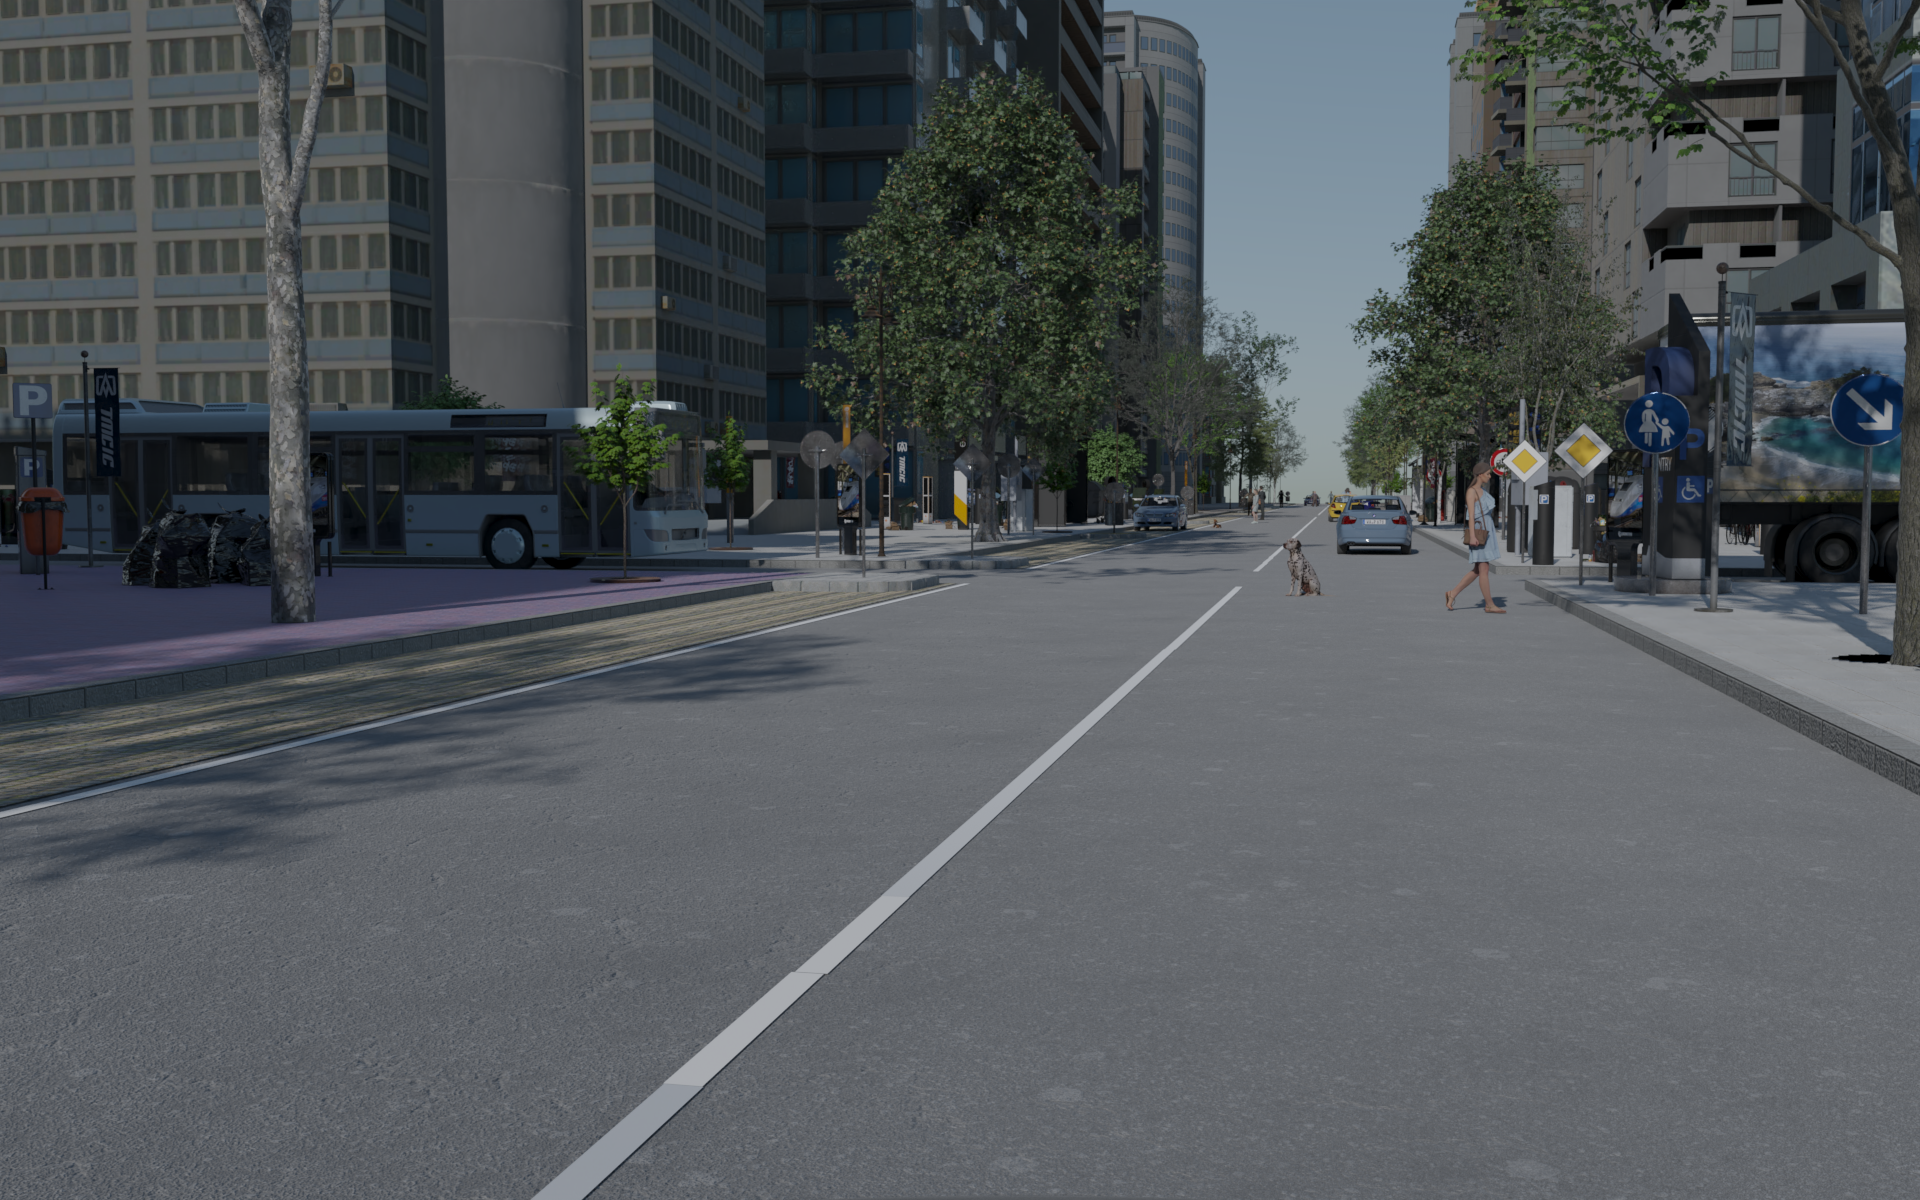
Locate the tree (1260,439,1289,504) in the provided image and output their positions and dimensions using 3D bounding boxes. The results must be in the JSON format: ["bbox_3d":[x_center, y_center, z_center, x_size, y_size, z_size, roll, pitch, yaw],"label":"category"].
[{"bbox_3d":[44.515,-18.027,245.109,4.360,8.622,3.978,0,3,0],"label":"tree"}]

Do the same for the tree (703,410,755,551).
[{"bbox_3d":[-5.221,-2.768,39.853,1.663,3.219,1.824,0,3,0],"label":"tree"}]

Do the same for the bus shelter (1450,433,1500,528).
[{"bbox_3d":[20.375,-4.740,68.775,1.731,3.624,6.357,1,4,13],"label":"bus shelter"}]

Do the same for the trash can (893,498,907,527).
[{"bbox_3d":[-2.220,-3.348,66.386,0.748,1.137,0.748,0,3,0],"label":"trash can"}]

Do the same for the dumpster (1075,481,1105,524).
[{"bbox_3d":[5.630,-4.279,75.712,1.264,1.857,1.865,1,4,12],"label":"dumpster"}]

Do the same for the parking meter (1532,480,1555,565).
[{"bbox_3d":[10.555,-1.401,31.314,0.372,1.533,0.369,0,3,0],"label":"parking meter"}]

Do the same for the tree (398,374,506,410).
[{"bbox_3d":[-13.883,-3.893,47.364,4.285,4.588,4.351,0,3,0],"label":"tree"}]

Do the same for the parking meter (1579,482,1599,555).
[{"bbox_3d":[13.389,-1.741,36.882,0.372,1.533,0.369,0,3,0],"label":"parking meter"}]

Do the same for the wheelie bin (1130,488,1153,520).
[{"bbox_3d":[8.803,-4.716,85.007,0.980,1.594,0.693,1,4,20],"label":"wheelie bin"}]

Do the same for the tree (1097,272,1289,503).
[{"bbox_3d":[11.892,-11.376,96.368,12.009,13.543,11.850,0,3,0],"label":"tree"}]

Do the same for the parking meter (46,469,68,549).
[{"bbox_3d":[-20.900,-2.105,40.129,0.399,1.863,0.255,-1,4,-15],"label":"parking meter"}]

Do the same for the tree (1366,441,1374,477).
[{"bbox_3d":[36.754,-12.036,147.158,4.737,8.622,4.395,0,3,0],"label":"tree"}]

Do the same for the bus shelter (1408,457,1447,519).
[{"bbox_3d":[24.693,-5.950,91.211,2.014,3.302,5.546,1,4,12],"label":"bus shelter"}]

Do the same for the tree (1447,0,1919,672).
[{"bbox_3d":[7.193,-5.326,12.842,9.928,11.665,9.643,0,3,0],"label":"tree"}]

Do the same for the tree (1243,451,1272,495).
[{"bbox_3d":[36.126,-15.988,211.769,4.737,8.622,4.395,0,3,0],"label":"tree"}]

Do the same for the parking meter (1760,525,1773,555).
[{"bbox_3d":[17.089,-1.719,36.515,0.372,1.533,0.369,0,3,0],"label":"parking meter"}]

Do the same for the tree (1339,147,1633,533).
[{"bbox_3d":[17.533,-8.587,57.413,9.611,12.733,9.660,0,3,0],"label":"tree"}]

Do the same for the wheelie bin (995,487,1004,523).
[{"bbox_3d":[1.492,-4.097,74.895,0.693,1.594,0.980,-2,4,-29],"label":"wheelie bin"}]

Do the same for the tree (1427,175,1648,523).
[{"bbox_3d":[14.009,-5.550,41.105,4.360,8.622,3.978,0,3,0],"label":"tree"}]

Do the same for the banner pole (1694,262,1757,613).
[{"bbox_3d":[8.428,-1.769,18.936,0.863,3.779,0.401,-2,4,-33],"label":"banner pole"}]

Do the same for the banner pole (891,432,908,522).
[{"bbox_3d":[-2.470,-4.858,69.446,0.863,3.779,0.401,0,4,-4],"label":"banner pole"}]

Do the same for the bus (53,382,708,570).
[{"bbox_3d":[-10.614,-2.326,32.897,13.247,3.499,2.948,1,4,13],"label":"bus"}]

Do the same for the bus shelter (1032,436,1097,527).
[{"bbox_3d":[4.262,-4.828,70.224,1.731,3.624,6.357,1,4,12],"label":"bus shelter"}]

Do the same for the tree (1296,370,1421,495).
[{"bbox_3d":[41.955,-15.917,170.609,12.009,13.543,11.850,0,3,0],"label":"tree"}]

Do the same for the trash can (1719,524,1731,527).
[{"bbox_3d":[29.613,-3.379,66.903,0.748,1.137,0.748,0,3,0],"label":"trash can"}]

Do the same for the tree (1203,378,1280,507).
[{"bbox_3d":[27.723,-15.320,168.607,7.486,12.596,7.792,0,3,0],"label":"tree"}]

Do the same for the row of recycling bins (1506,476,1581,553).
[{"bbox_3d":[13.183,-1.962,39.198,1.069,1.692,3.534,2,4,34],"label":"row of recycling bins"}]

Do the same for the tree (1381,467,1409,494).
[{"bbox_3d":[31.461,-7.966,124.843,1.663,3.219,1.824,0,3,0],"label":"tree"}]

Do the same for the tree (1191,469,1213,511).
[{"bbox_3d":[18.625,-8.490,133.414,1.663,3.219,1.824,0,3,0],"label":"tree"}]

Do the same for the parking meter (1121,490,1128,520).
[{"bbox_3d":[8.226,-4.778,86.525,0.372,1.533,0.369,0,3,0],"label":"parking meter"}]

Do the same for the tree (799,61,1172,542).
[{"bbox_3d":[0.774,-7.902,46.213,9.611,12.733,9.660,0,3,0],"label":"tree"}]

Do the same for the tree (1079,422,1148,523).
[{"bbox_3d":[6.833,-5.796,78.481,4.285,4.588,4.351,0,3,0],"label":"tree"}]

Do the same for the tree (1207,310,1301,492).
[{"bbox_3d":[29.509,-19.921,181.601,12.611,20.169,13.585,0,3,0],"label":"tree"}]

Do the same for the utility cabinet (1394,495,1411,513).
[{"bbox_3d":[26.510,-5.662,103.734,1.020,1.237,0.306,-2,4,-23],"label":"utility cabinet"}]

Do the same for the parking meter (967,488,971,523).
[{"bbox_3d":[0.488,-4.147,76.216,0.372,1.533,0.369,0,3,0],"label":"parking meter"}]

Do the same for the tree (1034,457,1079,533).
[{"bbox_3d":[3.097,-3.842,57.418,1.663,3.219,1.824,0,3,0],"label":"tree"}]

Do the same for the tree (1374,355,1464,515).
[{"bbox_3d":[23.010,-8.252,85.280,4.737,8.622,4.395,0,3,0],"label":"tree"}]

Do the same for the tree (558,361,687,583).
[{"bbox_3d":[-4.962,-1.885,25.417,1.663,3.219,1.824,0,3,0],"label":"tree"}]

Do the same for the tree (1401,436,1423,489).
[{"bbox_3d":[21.077,-7.691,76.106,4.360,8.622,3.978,0,3,0],"label":"tree"}]

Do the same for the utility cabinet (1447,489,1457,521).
[{"bbox_3d":[24.445,-4.647,84.658,0.318,1.500,1.173,-1,4,-21],"label":"utility cabinet"}]

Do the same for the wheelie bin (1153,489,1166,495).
[{"bbox_3d":[12.384,-6.099,107.619,0.980,1.594,0.693,2,4,29],"label":"wheelie bin"}]

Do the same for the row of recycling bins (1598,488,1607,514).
[{"bbox_3d":[28.115,-4.343,78.124,3.534,1.692,1.069,2,4,32],"label":"row of recycling bins"}]

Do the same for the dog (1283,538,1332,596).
[{"bbox_3d":[4.941,-0.458,24.319,0.800,0.831,0.513,1,4,11],"label":"dog"}]

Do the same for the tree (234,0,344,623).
[{"bbox_3d":[-7.891,-9.787,15.908,12.611,20.169,13.585,0,3,0],"label":"tree"}]

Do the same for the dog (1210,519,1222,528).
[{"bbox_3d":[10.766,-3.230,73.000,0.550,0.427,0.748,1,4,19],"label":"dog"}]

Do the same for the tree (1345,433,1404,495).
[{"bbox_3d":[52.030,-18.181,215.379,7.486,12.596,7.792,0,3,0],"label":"tree"}]

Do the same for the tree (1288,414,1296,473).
[{"bbox_3d":[46.319,-21.036,254.306,12.009,13.543,11.850,0,3,0],"label":"tree"}]

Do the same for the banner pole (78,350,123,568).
[{"bbox_3d":[-15.022,-2.461,30.249,0.863,3.779,0.401,0,4,8],"label":"banner pole"}]

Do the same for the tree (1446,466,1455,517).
[{"bbox_3d":[26.805,-6.251,96.807,1.663,3.219,1.824,0,3,0],"label":"tree"}]

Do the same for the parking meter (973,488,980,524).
[{"bbox_3d":[0.828,-3.984,73.554,0.372,1.533,0.369,0,3,0],"label":"parking meter"}]

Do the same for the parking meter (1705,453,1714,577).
[{"bbox_3d":[10.490,-1.152,24.552,0.399,1.863,0.255,-3,4,-39],"label":"parking meter"}]

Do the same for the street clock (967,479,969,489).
[{"bbox_3d":[0.291,-4.696,81.349,0.358,2.002,0.471,0,4,3],"label":"street clock"}]
